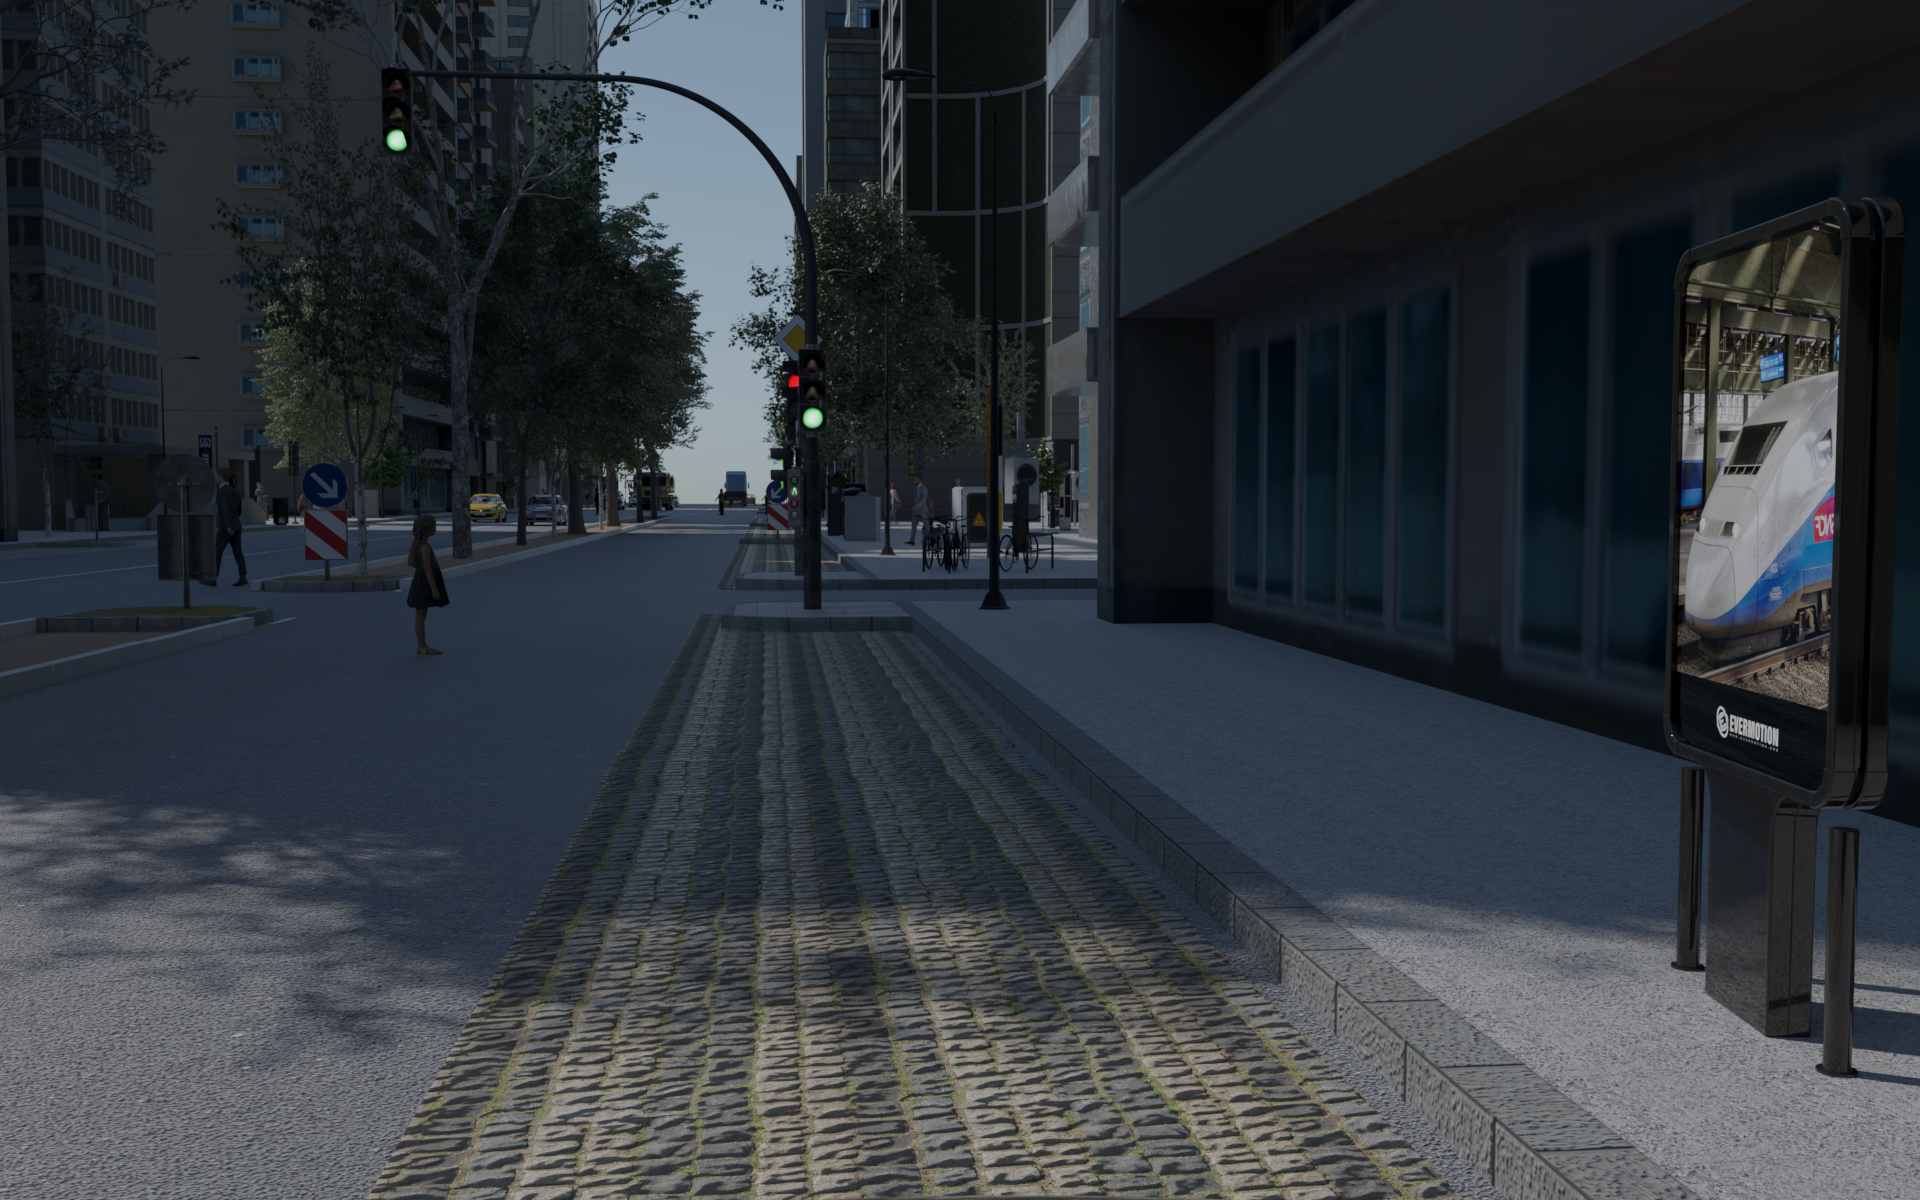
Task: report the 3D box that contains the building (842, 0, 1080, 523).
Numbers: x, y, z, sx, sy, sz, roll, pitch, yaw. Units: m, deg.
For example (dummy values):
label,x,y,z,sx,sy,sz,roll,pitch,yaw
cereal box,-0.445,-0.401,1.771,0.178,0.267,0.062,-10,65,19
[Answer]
label,x,y,z,sx,sy,sz,roll,pitch,yaw
building,4.718,-39.610,85.868,20.563,71.187,20.611,0,4,-6

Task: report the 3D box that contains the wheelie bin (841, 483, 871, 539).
label,x,y,z,sx,sy,sz,roll,pitch,yaw
wheelie bin,-2.987,-2.552,49.640,0.980,1.594,0.693,1,4,22

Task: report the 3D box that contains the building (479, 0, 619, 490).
label,x,y,z,sx,sy,sz,roll,pitch,yaw
building,-59.396,-49.335,244.871,20.563,71.187,20.611,0,4,-6

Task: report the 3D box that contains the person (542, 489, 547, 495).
label,x,y,z,sx,sy,sz,roll,pitch,yaw
person,-26.082,-6.067,108.138,0.568,1.767,0.683,0,4,-2

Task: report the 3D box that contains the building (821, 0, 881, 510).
label,x,y,z,sx,sy,sz,roll,pitch,yaw
building,0.071,-50.170,132.957,22.319,86.520,31.000,0,4,-6

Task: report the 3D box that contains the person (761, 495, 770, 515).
label,x,y,z,sx,sy,sz,roll,pitch,yaw
person,-13.397,-6.740,119.517,0.721,1.723,1.217,1,4,21

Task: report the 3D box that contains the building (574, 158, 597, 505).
label,x,y,z,sx,sy,sz,roll,pitch,yaw
building,-50.920,-31.855,204.417,14.154,41.232,14.086,0,4,-6

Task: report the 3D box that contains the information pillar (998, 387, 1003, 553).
label,x,y,z,sx,sy,sz,roll,pitch,yaw
information pillar,0.837,-2.838,37.750,0.183,3.616,0.504,-1,4,-9

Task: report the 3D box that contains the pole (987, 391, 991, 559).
label,x,y,z,sx,sy,sz,roll,pitch,yaw
pole,0.642,-2.479,34.382,0.158,3.312,0.155,0,3,0

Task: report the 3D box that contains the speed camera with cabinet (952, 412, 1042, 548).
label,x,y,z,sx,sy,sz,roll,pitch,yaw
speed camera with cabinet,0.859,-2.874,41.332,2.038,3.252,0.660,-2,4,-23

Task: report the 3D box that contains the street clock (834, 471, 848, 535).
label,x,y,z,sx,sy,sz,roll,pitch,yaw
street clock,-3.706,-3.012,53.824,0.358,2.002,0.471,2,4,34

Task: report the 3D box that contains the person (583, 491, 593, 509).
label,x,y,z,sx,sy,sz,roll,pitch,yaw
person,-36.142,-9.728,168.071,1.217,1.766,0.721,1,4,19

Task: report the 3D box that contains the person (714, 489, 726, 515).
label,x,y,z,sx,sy,sz,roll,pitch,yaw
person,-16.335,-6.718,118.428,0.705,1.812,1.348,2,4,25

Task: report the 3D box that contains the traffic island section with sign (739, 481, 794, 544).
label,x,y,z,sx,sy,sz,roll,pitch,yaw
traffic island section with sign,-5.372,-2.530,49.994,1.989,1.847,2.006,0,4,-6

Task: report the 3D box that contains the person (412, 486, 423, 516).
label,x,y,z,sx,sy,sz,roll,pitch,yaw
person,-32.223,-5.873,102.849,0.721,1.735,1.217,1,4,12

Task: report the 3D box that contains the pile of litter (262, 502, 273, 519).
label,x,y,z,sx,sy,sz,roll,pitch,yaw
pile of litter,-36.276,-4.712,91.004,1.719,0.858,1.176,-3,5,-41

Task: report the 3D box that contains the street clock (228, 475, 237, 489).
label,x,y,z,sx,sy,sz,roll,pitch,yaw
street clock,-27.228,-3.685,64.823,0.358,2.002,0.471,-1,4,-9

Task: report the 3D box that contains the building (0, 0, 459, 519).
label,x,y,z,sx,sy,sz,roll,pitch,yaw
building,-44.400,-29.683,109.015,21.300,48.544,21.600,0,4,-6

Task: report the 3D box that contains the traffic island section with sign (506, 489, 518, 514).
label,x,y,z,sx,sy,sz,roll,pitch,yaw
traffic island section with sign,-32.067,-7.033,123.612,1.989,1.847,2.006,0,4,-6

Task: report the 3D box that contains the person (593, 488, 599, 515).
label,x,y,z,sx,sy,sz,roll,pitch,yaw
person,-24.878,-6.752,118.521,0.705,1.869,1.348,0,4,-1

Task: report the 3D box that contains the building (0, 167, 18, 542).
label,x,y,z,sx,sy,sz,roll,pitch,yaw
building,-34.956,-25.087,33.879,21.300,48.544,21.600,0,4,-6

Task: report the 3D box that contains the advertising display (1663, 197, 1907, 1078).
label,x,y,z,sx,sy,sz,roll,pitch,yaw
advertising display,1.959,0.062,4.205,0.123,1.923,0.974,0,4,2

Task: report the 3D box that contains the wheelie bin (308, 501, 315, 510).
label,x,y,z,sx,sy,sz,roll,pitch,yaw
wheelie bin,-33.759,-5.057,90.583,0.693,1.594,0.980,-2,4,-24

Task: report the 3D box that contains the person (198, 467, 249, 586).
label,x,y,z,sx,sy,sz,roll,pitch,yaw
person,-11.429,-1.137,26.865,0.755,1.850,0.659,1,4,10

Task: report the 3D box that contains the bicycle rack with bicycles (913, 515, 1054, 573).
label,x,y,z,sx,sy,sz,roll,pitch,yaw
bicycle rack with bicycles,0.324,-0.962,29.108,2.852,0.926,2.925,1,4,18

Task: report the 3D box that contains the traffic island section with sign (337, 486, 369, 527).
label,x,y,z,sx,sy,sz,roll,pitch,yaw
traffic island section with sign,-26.651,-4.045,74.771,1.989,1.847,2.006,0,4,-6

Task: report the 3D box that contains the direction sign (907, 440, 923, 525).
label,x,y,z,sx,sy,sz,roll,pitch,yaw
direction sign,-1.878,-4.949,72.909,0.876,3.537,0.379,-3,5,-43

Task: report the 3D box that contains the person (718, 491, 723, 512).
label,x,y,z,sx,sy,sz,roll,pitch,yaw
person,-19.351,-8.034,140.522,0.551,1.740,0.621,-2,4,-32

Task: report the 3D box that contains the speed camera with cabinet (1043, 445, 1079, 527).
label,x,y,z,sx,sy,sz,roll,pitch,yaw
speed camera with cabinet,4.115,-4.547,68.671,2.038,3.252,0.660,-3,5,-43

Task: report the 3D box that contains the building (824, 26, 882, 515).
label,x,y,z,sx,sy,sz,roll,pitch,yaw
building,-1.765,-20.802,111.815,14.160,30.474,14.107,0,4,-6

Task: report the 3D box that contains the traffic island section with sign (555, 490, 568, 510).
label,x,y,z,sx,sy,sz,roll,pitch,yaw
traffic island section with sign,-35.092,-8.697,150.819,1.989,1.847,2.006,0,4,-6

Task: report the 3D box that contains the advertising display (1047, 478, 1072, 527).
label,x,y,z,sx,sy,sz,roll,pitch,yaw
advertising display,3.879,-3.813,67.549,0.974,1.923,0.123,0,4,-3

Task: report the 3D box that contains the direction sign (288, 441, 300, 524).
label,x,y,z,sx,sy,sz,roll,pitch,yaw
direction sign,-28.446,-5.016,74.001,0.379,3.537,0.876,0,4,5

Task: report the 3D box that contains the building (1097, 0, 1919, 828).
label,x,y,z,sx,sy,sz,roll,pitch,yaw
building,13.161,-23.457,7.229,21.300,48.544,21.600,0,4,-6

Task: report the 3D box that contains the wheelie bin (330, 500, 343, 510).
label,x,y,z,sx,sy,sz,roll,pitch,yaw
wheelie bin,-32.715,-5.081,90.980,0.693,1.594,0.980,0,4,-3

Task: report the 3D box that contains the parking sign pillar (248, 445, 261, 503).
label,x,y,z,sx,sy,sz,roll,pitch,yaw
parking sign pillar,-38.740,-6.489,94.569,1.447,3.967,1.447,1,4,10

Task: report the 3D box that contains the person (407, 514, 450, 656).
label,x,y,z,sx,sy,sz,roll,pitch,yaw
person,-4.741,-0.139,15.441,0.373,1.253,0.362,-1,4,-20

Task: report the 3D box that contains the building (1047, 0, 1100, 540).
label,x,y,z,sx,sy,sz,roll,pitch,yaw
building,17.218,-25.759,40.766,30.456,49.044,23.786,0,4,-6

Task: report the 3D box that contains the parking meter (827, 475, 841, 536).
label,x,y,z,sx,sy,sz,roll,pitch,yaw
parking meter,-3.841,-2.887,52.918,0.399,1.863,0.255,-1,4,-15

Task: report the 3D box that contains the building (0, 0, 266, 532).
label,x,y,z,sx,sy,sz,roll,pitch,yaw
building,-44.828,-22.758,63.969,32.217,40.220,23.993,0,4,-6

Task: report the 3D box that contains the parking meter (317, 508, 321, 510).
label,x,y,z,sx,sy,sz,roll,pitch,yaw
parking meter,-32.245,-4.810,87.059,0.372,1.533,0.369,0,3,0

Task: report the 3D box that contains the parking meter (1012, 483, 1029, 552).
label,x,y,z,sx,sy,sz,roll,pitch,yaw
parking meter,1.340,-1.824,38.238,0.372,1.533,0.369,0,3,0

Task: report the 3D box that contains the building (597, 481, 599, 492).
label,x,y,z,sx,sy,sz,roll,pitch,yaw
building,-62.999,-32.486,223.022,32.217,40.220,23.993,0,4,-6

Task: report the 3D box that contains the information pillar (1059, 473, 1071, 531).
label,x,y,z,sx,sy,sz,roll,pitch,yaw
information pillar,3.688,-3.435,60.653,0.304,2.012,0.304,-2,4,-30

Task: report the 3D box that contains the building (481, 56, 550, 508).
label,x,y,z,sx,sy,sz,roll,pitch,yaw
building,-45.774,-28.946,156.865,14.154,41.232,14.086,0,4,-6

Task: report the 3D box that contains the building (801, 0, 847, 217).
label,x,y,z,sx,sy,sz,roll,pitch,yaw
building,-4.309,-37.985,163.059,21.231,58.520,28.212,0,4,-6

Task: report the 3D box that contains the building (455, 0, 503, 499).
label,x,y,z,sx,sy,sz,roll,pitch,yaw
building,-48.337,-29.373,134.877,22.147,44.769,28.867,0,4,-6

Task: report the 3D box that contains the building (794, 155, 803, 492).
label,x,y,z,sx,sy,sz,roll,pitch,yaw
building,-11.709,-37.489,236.654,21.300,48.544,21.600,0,4,-6

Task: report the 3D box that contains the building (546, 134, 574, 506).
label,x,y,z,sx,sy,sz,roll,pitch,yaw
building,-50.496,-30.981,190.132,14.154,41.232,14.086,0,4,-6

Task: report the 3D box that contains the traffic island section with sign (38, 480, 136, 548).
label,x,y,z,sx,sy,sz,roll,pitch,yaw
traffic island section with sign,-23.555,-2.341,46.901,1.989,1.847,2.006,0,4,-6

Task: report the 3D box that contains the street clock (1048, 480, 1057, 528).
label,x,y,z,sx,sy,sz,roll,pitch,yaw
street clock,3.459,-3.689,64.887,0.358,2.002,0.471,-1,4,-12

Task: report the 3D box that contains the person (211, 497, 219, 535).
label,x,y,z,sx,sy,sz,roll,pitch,yaw
person,-25.633,-3.041,60.030,0.589,1.601,0.330,0,4,0
